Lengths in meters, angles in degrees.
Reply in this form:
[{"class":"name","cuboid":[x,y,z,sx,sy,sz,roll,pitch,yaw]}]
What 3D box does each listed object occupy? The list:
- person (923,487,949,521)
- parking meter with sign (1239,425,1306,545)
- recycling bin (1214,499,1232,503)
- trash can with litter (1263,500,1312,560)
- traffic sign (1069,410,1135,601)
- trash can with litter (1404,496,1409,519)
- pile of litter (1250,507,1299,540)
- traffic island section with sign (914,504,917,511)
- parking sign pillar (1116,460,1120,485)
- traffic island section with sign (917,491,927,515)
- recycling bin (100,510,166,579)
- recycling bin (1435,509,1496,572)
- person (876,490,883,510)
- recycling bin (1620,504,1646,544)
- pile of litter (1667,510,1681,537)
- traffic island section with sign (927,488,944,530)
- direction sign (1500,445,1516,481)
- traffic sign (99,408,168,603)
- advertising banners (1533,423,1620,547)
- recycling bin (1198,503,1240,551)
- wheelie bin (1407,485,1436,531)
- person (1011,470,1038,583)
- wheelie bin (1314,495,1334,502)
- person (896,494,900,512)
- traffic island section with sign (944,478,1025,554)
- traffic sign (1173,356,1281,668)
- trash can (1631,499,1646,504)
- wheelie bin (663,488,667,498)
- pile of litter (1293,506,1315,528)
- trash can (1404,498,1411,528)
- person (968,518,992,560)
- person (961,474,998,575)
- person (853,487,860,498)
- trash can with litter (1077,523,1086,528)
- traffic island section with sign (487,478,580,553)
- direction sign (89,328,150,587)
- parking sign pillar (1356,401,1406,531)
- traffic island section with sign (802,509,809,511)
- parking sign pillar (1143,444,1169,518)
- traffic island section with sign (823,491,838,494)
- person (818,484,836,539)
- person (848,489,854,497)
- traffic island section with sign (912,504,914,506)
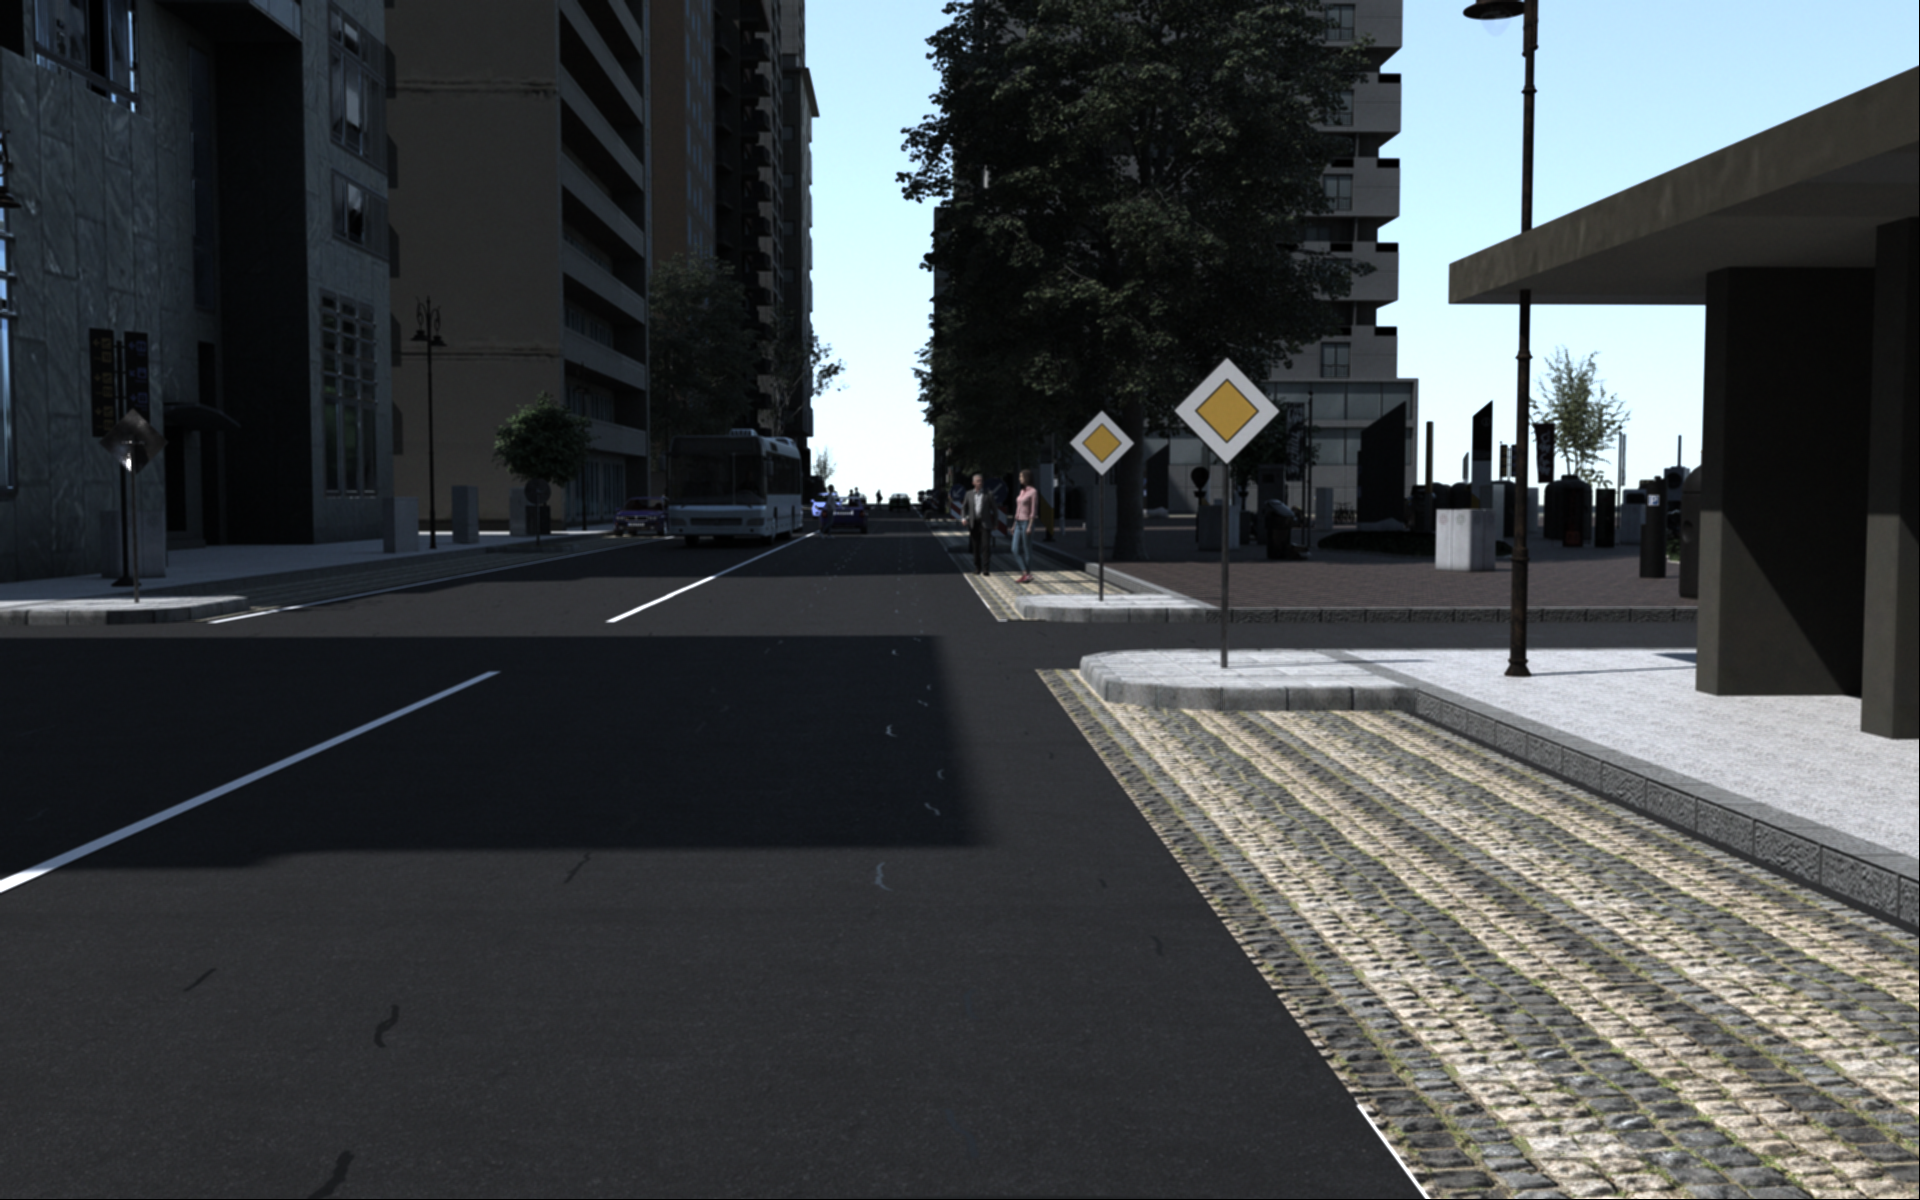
[{"class":"person","cuboid":[-1.220,-5.097,92.046,0.699,1.804,1.509,-3,5,-42]},{"class":"parking meter with sign","cuboid":[7.912,-2.925,44.092,1.738,3.016,0.543,1,4,12]},{"class":"recycling bin","cuboid":[13.639,-4.731,89.907,0.722,1.027,0.722,2,4,33]},{"class":"trash can with litter","cuboid":[6.489,-1.392,34.139,0.624,1.170,1.055,-3,4,-37]},{"class":"traffic sign","cuboid":[1.689,-1.043,20.699,0.795,2.450,0.064,0,4,-2]},{"class":"trash can with litter","cuboid":[22.016,-4.639,86.899,1.678,1.210,2.233,-3,5,-42]},{"class":"pile of litter","cuboid":[8.256,-2.081,47.982,1.176,0.858,1.719,-3,5,-43]},{"class":"traffic island section with sign","cuboid":[-2.723,-8.507,147.712,1.989,1.847,2.006,0,4,-2]},{"class":"parking sign pillar","cuboid":[7.910,-5.984,86.311,1.447,3.967,1.447,2,4,27]},{"class":"traffic island section with sign","cuboid":[-1.844,-6.859,120.771,1.989,1.847,2.006,0,4,-2]},{"class":"recycling bin","cuboid":[-12.704,-0.859,26.601,0.722,1.027,0.722,3,5,43]},{"class":"recycling bin","cuboid":[8.444,-1.001,28.916,0.722,1.027,0.722,-3,4,-37]},{"class":"person","cuboid":[-7.291,-9.101,157.169,0.599,1.838,0.709,3,5,43]},{"class":"recycling bin","cuboid":[17.468,-1.952,44.462,0.722,1.027,0.722,-1,4,-20]},{"class":"pile of litter","cuboid":[19.716,-2.106,48.395,1.176,0.858,1.719,1,4,9]},{"class":"traffic island section with sign","cuboid":[-0.222,-3.775,70.350,1.989,1.847,2.006,0,4,-2]},{"class":"direction sign","cuboid":[25.113,-5.337,79.259,0.876,3.537,0.379,0,4,-8]},{"class":"traffic sign","cuboid":[-9.700,-1.022,20.353,0.795,2.450,0.064,0,4,-2]},{"class":"advertising banners","cuboid":[14.973,-2.811,42.152,2.074,3.025,0.090,2,4,35]},{"class":"recycling bin","cuboid":[5.900,-1.646,39.467,0.722,1.027,0.722,3,4,36]},{"class":"wheelie bin","cuboid":[16.013,-3.185,59.982,0.980,1.594,0.693,0,4,-2]},{"class":"person","cuboid":[1.018,-1.177,27.753,0.388,1.821,0.555,-3,5,-42]},{"class":"wheelie bin","cuboid":[18.960,-5.035,90.224,0.980,1.594,0.693,1,4,10]},{"class":"person","cuboid":[-4.901,-7.640,136.674,0.557,1.426,1.065,0,4,-7]},{"class":"traffic island section with sign","cuboid":[0.690,-2.061,42.318,1.989,1.847,2.006,0,4,-2]},{"class":"traffic sign","cuboid":[1.947,-0.555,12.718,0.795,2.450,0.064,0,4,-2]},{"class":"trash can","cuboid":[20.599,-2.483,52.251,0.748,1.137,0.748,0,3,0]},{"class":"wheelie bin","cuboid":[-15.657,-5.255,93.826,0.980,1.594,0.693,0,4,-5]},{"class":"pile of litter","cuboid":[12.658,-3.154,65.534,1.719,0.858,1.176,1,4,17]},{"class":"trash can","cuboid":[17.327,-3.343,66.304,0.748,1.137,0.748,0,3,0]},{"class":"person","cuboid":[0.417,-1.754,37.595,0.576,1.772,0.534,1,4,19]},{"class":"person","cuboid":[0.345,-1.313,30.373,0.661,1.777,0.834,0,4,0]},{"class":"person","cuboid":[-5.675,-5.325,95.580,0.581,1.822,0.654,-3,5,-44]},{"class":"trash can with litter","cuboid":[5.199,-3.248,64.166,1.678,1.210,2.233,-2,4,-26]},{"class":"traffic island section with sign","cuboid":[-10.441,-2.080,42.635,1.989,1.847,2.006,0,4,-2]},{"class":"direction sign","cuboid":[-11.639,-1.962,24.072,0.379,3.537,0.876,2,4,28]},{"class":"parking sign pillar","cuboid":[12.239,-3.784,50.342,1.447,3.967,1.447,0,4,-7]},{"class":"traffic island section with sign","cuboid":[-13.845,-8.485,147.363,1.989,1.847,2.006,0,4,-2]},{"class":"parking sign pillar","cuboid":[10.521,-6.395,93.024,1.447,3.967,1.447,-1,4,-21]},{"class":"traffic island section with sign","cuboid":[-15.637,-11.874,202.774,1.989,1.847,2.006,0,4,-2]},{"class":"person","cuboid":[-4.265,-2.844,55.679,0.598,1.740,0.731,-1,4,-18]},{"class":"person","cuboid":[-7.089,-6.281,111.877,0.721,1.739,1.217,3,5,40]},{"class":"traffic island section with sign","cuboid":[-4.503,-11.903,203.246,1.989,1.847,2.006,0,4,-2]}]
